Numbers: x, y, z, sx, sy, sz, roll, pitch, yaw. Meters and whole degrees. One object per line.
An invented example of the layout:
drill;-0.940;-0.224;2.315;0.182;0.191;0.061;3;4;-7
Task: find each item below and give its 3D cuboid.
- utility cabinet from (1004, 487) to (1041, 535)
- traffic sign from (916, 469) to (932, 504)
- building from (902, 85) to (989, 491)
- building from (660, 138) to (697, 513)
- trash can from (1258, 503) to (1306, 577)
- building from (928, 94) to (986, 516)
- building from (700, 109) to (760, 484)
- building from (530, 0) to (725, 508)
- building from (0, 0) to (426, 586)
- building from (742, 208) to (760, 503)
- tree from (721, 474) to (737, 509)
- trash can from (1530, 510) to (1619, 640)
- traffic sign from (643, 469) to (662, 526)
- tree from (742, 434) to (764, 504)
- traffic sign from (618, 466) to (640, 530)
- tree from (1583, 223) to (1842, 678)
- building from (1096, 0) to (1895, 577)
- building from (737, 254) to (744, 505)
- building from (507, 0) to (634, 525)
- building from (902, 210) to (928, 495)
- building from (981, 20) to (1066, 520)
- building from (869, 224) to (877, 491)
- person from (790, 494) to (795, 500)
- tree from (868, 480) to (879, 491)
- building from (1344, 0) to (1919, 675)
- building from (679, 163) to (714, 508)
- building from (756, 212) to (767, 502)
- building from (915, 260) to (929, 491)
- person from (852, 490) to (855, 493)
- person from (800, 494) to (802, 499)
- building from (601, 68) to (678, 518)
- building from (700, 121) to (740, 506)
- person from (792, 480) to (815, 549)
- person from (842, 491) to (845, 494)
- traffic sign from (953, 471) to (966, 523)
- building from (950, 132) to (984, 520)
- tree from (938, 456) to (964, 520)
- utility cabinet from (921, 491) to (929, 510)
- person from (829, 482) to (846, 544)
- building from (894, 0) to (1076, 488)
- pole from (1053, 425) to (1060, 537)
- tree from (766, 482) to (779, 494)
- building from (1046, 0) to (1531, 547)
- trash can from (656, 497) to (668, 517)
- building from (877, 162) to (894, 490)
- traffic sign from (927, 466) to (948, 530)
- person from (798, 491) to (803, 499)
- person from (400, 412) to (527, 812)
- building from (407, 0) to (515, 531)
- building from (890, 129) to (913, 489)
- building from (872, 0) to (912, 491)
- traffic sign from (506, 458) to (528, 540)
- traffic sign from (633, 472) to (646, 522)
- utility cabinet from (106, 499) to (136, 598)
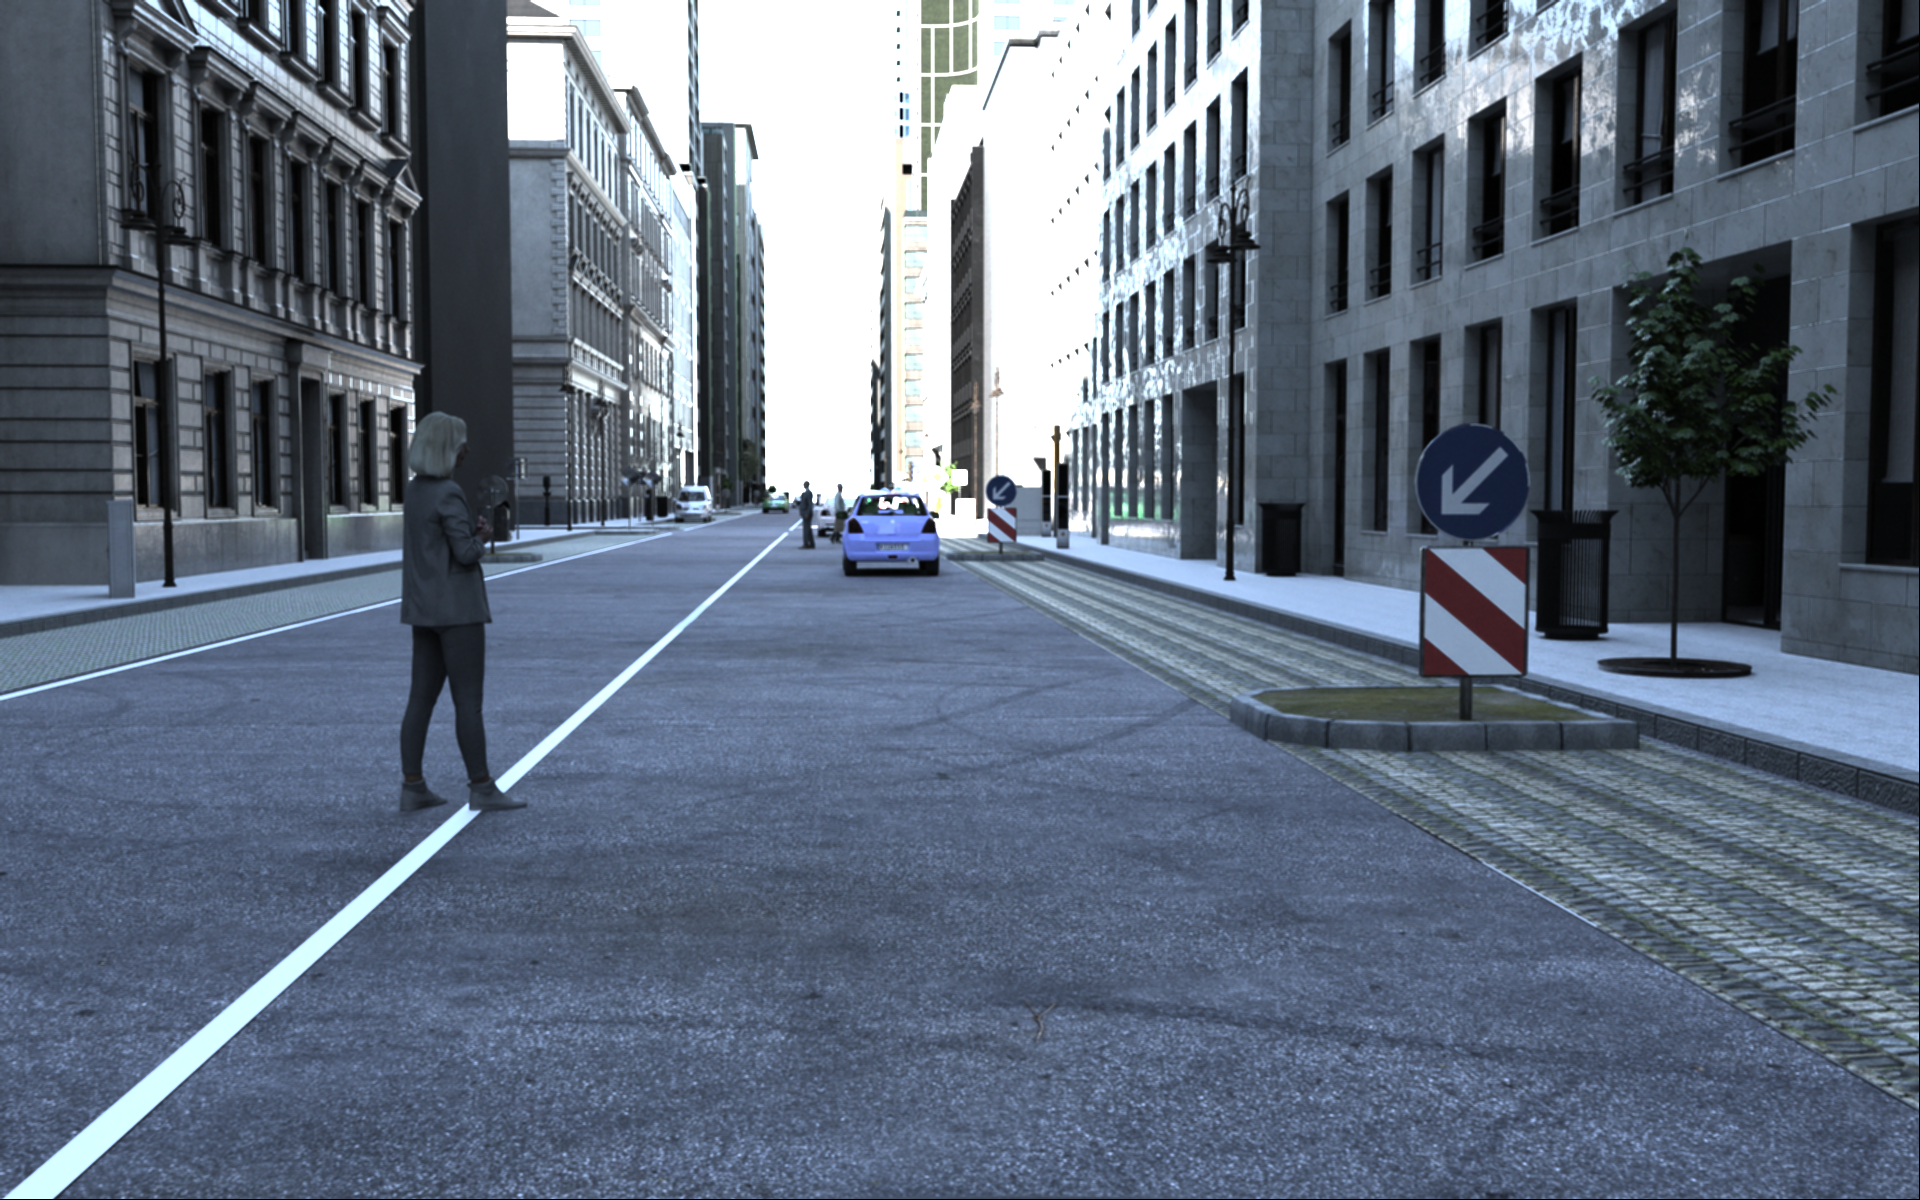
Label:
utility cabinet;1.951;-2.717;53.105;1.173;1.500;0.318;1;4;13
traffic sign;-1.403;-4.070;70.190;0.795;2.450;0.064;0;4;-4
building;10.841;-28.578;159.131;32.217;40.220;23.993;0;4;-4
building;-25.868;-18.766;124.840;12.078;24.808;19.932;0;4;-4
trash can;5.035;-0.947;27.131;0.748;1.137;0.748;0;3;0
building;4.499;-18.047;113.095;12.078;24.808;19.932;0;4;-4
building;-42.544;-39.836;240.559;28.713;52.752;27.495;0;4;-4
building;-33.328;-44.525;166.230;20.563;71.187;20.611;0;4;-4
building;-17.185;-10.268;32.506;10.561;19.102;19.286;0;4;-4
building;-37.620;-37.449;262.401;14.600;45.320;14.200;0;4;-4
tree;-20.724;-9.663;152.584;1.663;3.219;1.824;0;3;0
trash can;5.439;-0.228;15.375;0.748;1.137;0.748;0;3;0
traffic sign;-12.318;-4.022;69.402;0.795;2.450;0.064;0;4;-4
tree;-25.908;-16.080;213.268;4.360;8.622;3.978;0;3;0
traffic sign;-11.727;-3.535;61.439;0.795;2.450;0.064;0;4;-4
tree;5.060;-1.088;12.388;1.663;3.219;1.824;0;3;0
building;9.318;-11.091;36.083;10.420;20.320;16.860;0;4;-4
building;-32.533;-26.190;199.903;14.160;30.474;14.107;0;4;-4
building;-21.591;-15.331;79.538;11.050;23.489;19.941;0;4;-4
building;1.004;-24.877;178.441;14.160;30.474;14.107;0;4;-4
building;16.548;-15.900;79.036;30.058;24.678;14.314;0;4;-4
building;-4.425;-40.946;293.172;21.300;48.544;21.600;0;4;-4
person;-18.219;-10.952;190.782;0.991;1.433;0.599;0;4;6
tree;-12.348;-15.382;246.099;1.663;3.219;1.824;0;3;0
building;11.409;-10.068;19.363;10.420;20.320;16.860;0;4;-4
building;-29.073;-23.163;150.414;14.160;30.474;14.107;0;4;-4
building;-42.482;-40.135;279.910;21.300;48.544;21.600;0;4;-4
building;2.775;-18.252;134.578;11.583;22.565;21.152;0;4;-4
person;-9.168;-8.626;149.532;0.705;1.824;1.348;-2;4;-25
person;-15.611;-9.743;171.059;0.557;1.426;1.065;-1;4;-19
building;-23.816;-18.626;101.798;12.463;27.353;25.104;0;4;-4
building;-31.112;-30.647;184.672;14.154;41.232;14.086;0;4;-4
person;-4.087;-2.246;45.397;0.590;1.801;0.661;-1;4;-17
person;-12.567;-10.771;184.478;0.709;1.838;0.599;1;4;14
traffic sign;-0.013;-4.486;75.471;0.606;2.300;0.079;0;4;0
building;6.149;-16.213;94.768;12.332;23.373;15.834;0;4;-4
tree;-0.489;-5.667;87.262;1.663;3.219;1.824;0;3;0
utility cabinet;-2.336;-6.491;114.800;0.318;1.500;1.173;1;4;13
person;-3.506;-2.489;49.679;0.515;1.767;0.782;0;4;-4
building;3.134;-46.274;194.834;20.563;71.187;20.611;0;4;-4
pole;2.862;-3.505;51.157;0.158;3.312;0.155;0;3;0
tree;-29.506;-17.099;274.176;1.663;3.219;1.824;0;3;0
building;8.860;-12.121;52.924;10.420;20.320;16.860;0;4;-4
trash can;-16.527;-5.167;96.139;0.748;1.137;0.748;0;3;0
building;-0.193;-37.734;240.646;21.300;48.544;21.600;0;4;-4
traffic sign;-0.811;-3.583;62.227;0.795;2.450;0.064;0;4;-4
person;-15.947;-10.103;174.479;0.721;1.735;1.217;-3;4;-36
person;-2.320;0.046;7.939;0.526;1.800;0.537;-2;4;-32
building;-22.942;-13.657;52.966;15.834;23.373;12.332;0;4;-4
building;-1.332;-34.441;213.215;14.600;45.320;14.200;0;4;-4
building;-2.055;-58.288;265.673;22.319;86.520;31.000;0;4;-4
traffic sign;-12.450;-2.849;48.714;0.606;2.300;0.079;0;4;-2
traffic sign;-14.730;-4.738;79.602;0.606;2.300;0.079;0;4;4
utility cabinet;-10.535;-0.647;21.743;0.306;1.237;1.020;-2;4;-25
